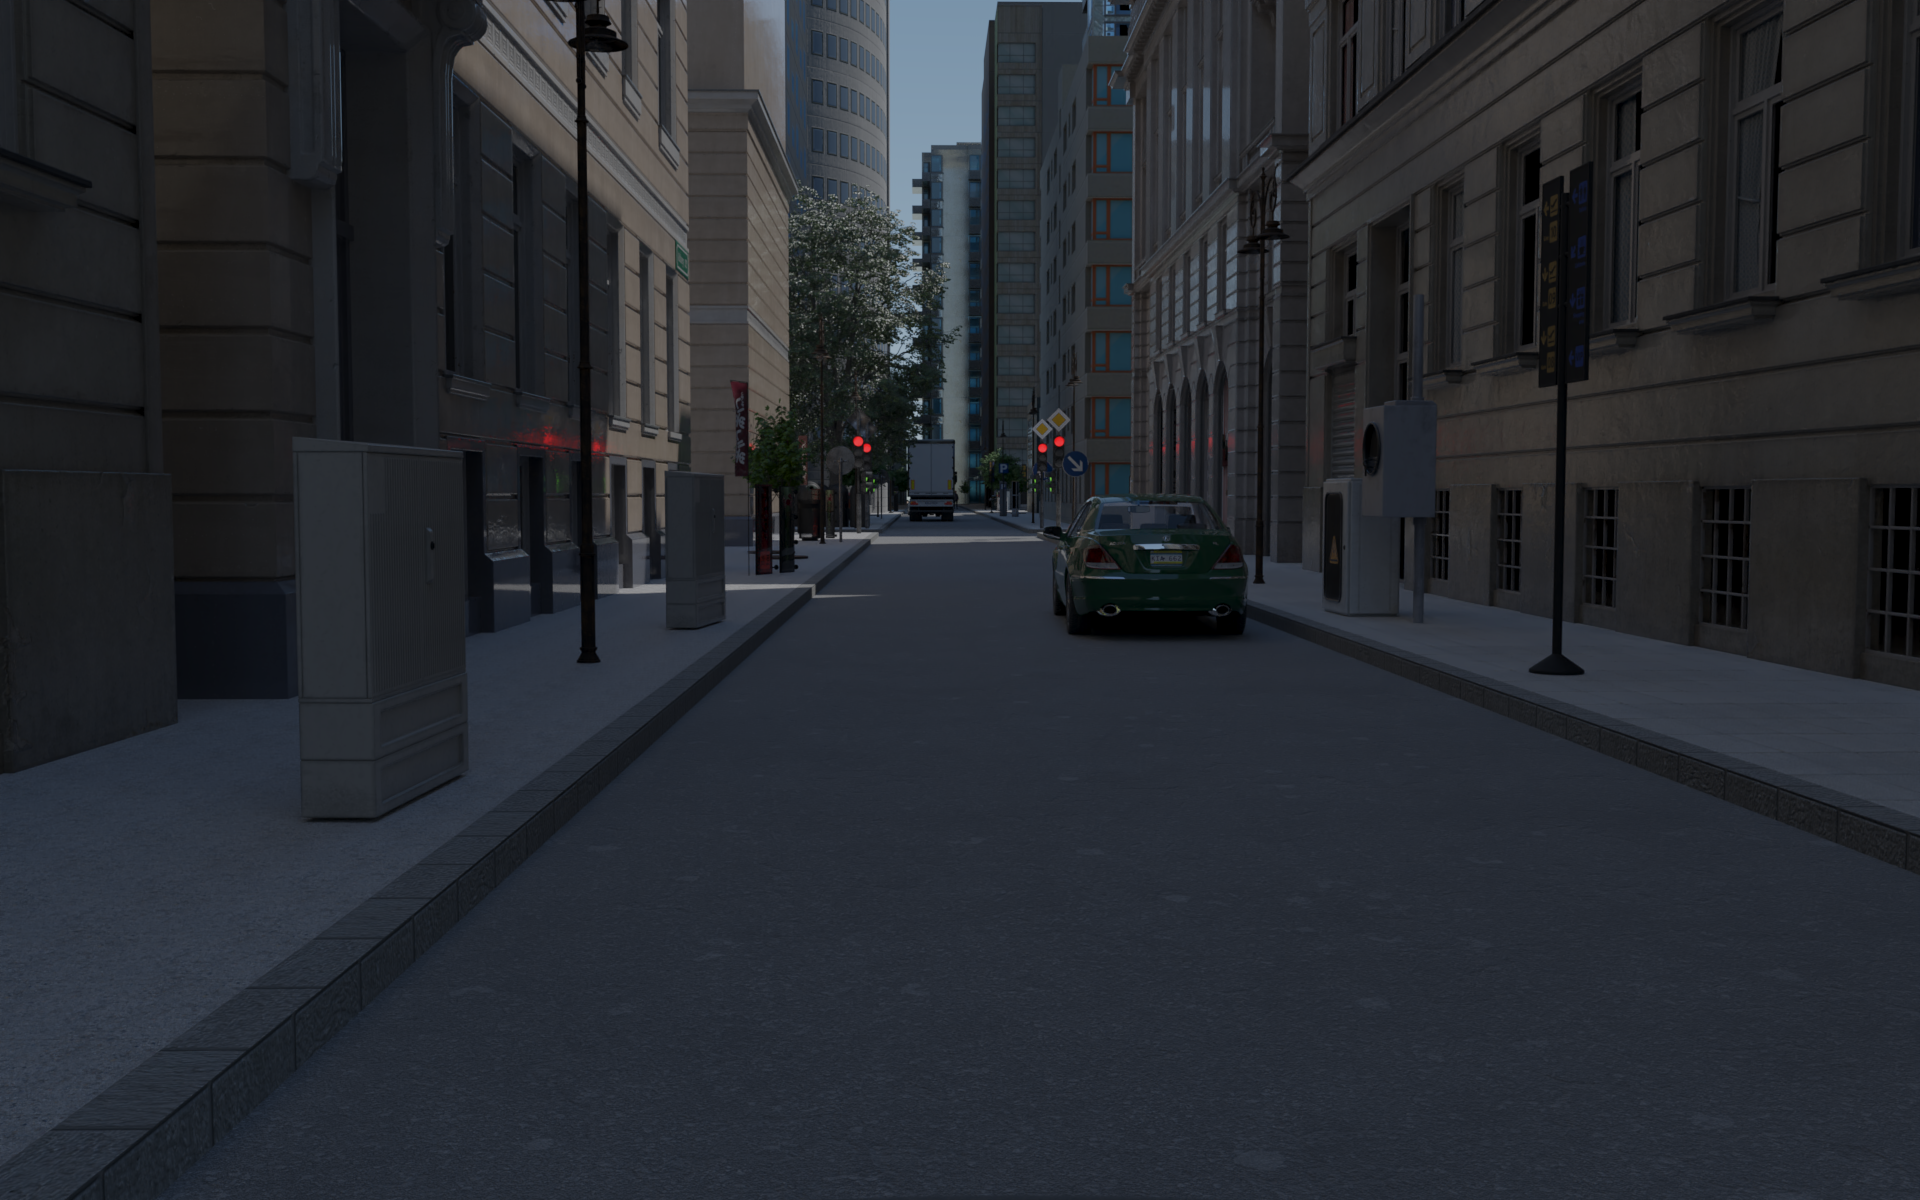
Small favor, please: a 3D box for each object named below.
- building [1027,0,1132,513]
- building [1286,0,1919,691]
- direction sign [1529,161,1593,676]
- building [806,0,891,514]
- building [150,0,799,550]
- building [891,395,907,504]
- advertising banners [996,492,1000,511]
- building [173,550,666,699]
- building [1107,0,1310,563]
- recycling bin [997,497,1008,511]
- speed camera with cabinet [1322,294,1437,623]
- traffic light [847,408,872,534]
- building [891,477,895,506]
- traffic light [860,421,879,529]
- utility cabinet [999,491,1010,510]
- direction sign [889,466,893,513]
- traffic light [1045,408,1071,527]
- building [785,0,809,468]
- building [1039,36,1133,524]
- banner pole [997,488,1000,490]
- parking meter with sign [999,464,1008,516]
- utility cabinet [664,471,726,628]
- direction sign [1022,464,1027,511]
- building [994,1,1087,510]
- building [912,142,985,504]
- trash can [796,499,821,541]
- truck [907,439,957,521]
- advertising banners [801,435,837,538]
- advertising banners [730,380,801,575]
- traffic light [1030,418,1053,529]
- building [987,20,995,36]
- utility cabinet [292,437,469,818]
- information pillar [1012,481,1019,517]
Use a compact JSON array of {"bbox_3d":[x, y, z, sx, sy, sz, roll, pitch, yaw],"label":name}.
[{"bbox_3d":[16.357,-48.647,108.054,22.319,86.520,31.000,0,4,-1],"label":"building"},{"bbox_3d":[13.386,-11.103,14.820,16.112,22.955,30.059,0,4,-1],"label":"building"},{"bbox_3d":[4.279,-1.243,12.316,0.379,3.537,0.876,0,4,-2],"label":"direction sign"},{"bbox_3d":[-15.601,-35.296,119.090,21.231,58.520,28.212,0,4,-1],"label":"building"},{"bbox_3d":[-14.908,-16.015,47.745,20.117,28.700,13.634,0,4,-1],"label":"building"},{"bbox_3d":[-22.734,-56.257,232.481,31.000,86.520,22.319,0,4,-1],"label":"building"},{"bbox_3d":[2.956,-8.234,130.820,0.090,3.025,2.074,1,4,14],"label":"advertising banners"},{"bbox_3d":[-10.612,-14.289,19.535,13.634,28.700,20.117,0,4,-1],"label":"building"},{"bbox_3d":[11.527,-12.316,43.173,13.314,21.916,24.055,0,4,-1],"label":"building"},{"bbox_3d":[3.154,-7.108,128.767,0.722,1.027,0.722,0,4,-6],"label":"recycling bin"},{"bbox_3d":[4.316,-1.444,17.947,0.660,3.252,2.038,0,4,-4],"label":"speed camera with cabinet"},{"bbox_3d":[-3.270,-4.118,56.252,0.839,4.253,0.868,0,4,-1],"label":"traffic light"},{"bbox_3d":[-22.955,-29.830,179.605,32.217,40.220,23.993,0,4,-1],"label":"building"},{"bbox_3d":[-3.429,-4.606,64.236,0.839,4.253,0.868,0,4,-1],"label":"traffic light"},{"bbox_3d":[3.495,-7.995,139.393,0.318,1.500,1.173,3,5,42],"label":"utility cabinet"},{"bbox_3d":[-4.640,-7.611,116.444,0.379,3.537,0.876,0,4,-3],"label":"direction sign"},{"bbox_3d":[3.190,-4.127,56.397,0.839,4.253,0.868,0,4,-1],"label":"traffic light"},{"bbox_3d":[-14.859,-26.559,84.348,14.600,45.320,14.200,0,4,-1],"label":"building"},{"bbox_3d":[19.012,-14.355,79.743,28.899,21.520,27.650,0,4,-1],"label":"building"},{"bbox_3d":[3.204,-8.859,134.865,0.863,3.779,0.401,2,4,30],"label":"banner pole"},{"bbox_3d":[2.513,-6.332,99.787,0.543,3.016,1.738,0,4,2],"label":"parking meter with sign"},{"bbox_3d":[-2.557,-0.500,16.859,0.318,1.500,1.173,0,4,6],"label":"utility cabinet"},{"bbox_3d":[5.087,-8.490,130.806,0.876,3.537,0.379,0,4,4],"label":"direction sign"},{"bbox_3d":[9.901,-28.419,148.237,14.154,41.232,14.086,0,4,-1],"label":"building"},{"bbox_3d":[8.783,-37.661,235.370,30.456,49.044,23.786,0,4,-1],"label":"building"},{"bbox_3d":[-4.119,-2.194,47.527,0.748,1.137,0.748,0,3,0],"label":"trash can"},{"bbox_3d":[-1.530,-6.438,94.179,2.839,4.237,11.283,0,4,-1],"label":"truck"},{"bbox_3d":[-4.204,-3.345,50.882,0.090,3.025,2.074,-3,4,-36],"label":"advertising banners"},{"bbox_3d":[-3.112,-1.919,27.564,0.090,3.025,2.074,2,4,23],"label":"advertising banners"},{"bbox_3d":[3.031,-4.615,64.380,0.839,4.253,0.868,0,4,-1],"label":"traffic light"},{"bbox_3d":[9.331,-31.322,162.220,14.600,45.320,14.200,0,4,-1],"label":"building"},{"bbox_3d":[-2.396,0.085,7.289,0.318,1.500,1.173,0,4,2],"label":"utility cabinet"},{"bbox_3d":[3.123,-5.706,97.777,0.304,2.012,0.304,2,4,28],"label":"information pillar"}]
